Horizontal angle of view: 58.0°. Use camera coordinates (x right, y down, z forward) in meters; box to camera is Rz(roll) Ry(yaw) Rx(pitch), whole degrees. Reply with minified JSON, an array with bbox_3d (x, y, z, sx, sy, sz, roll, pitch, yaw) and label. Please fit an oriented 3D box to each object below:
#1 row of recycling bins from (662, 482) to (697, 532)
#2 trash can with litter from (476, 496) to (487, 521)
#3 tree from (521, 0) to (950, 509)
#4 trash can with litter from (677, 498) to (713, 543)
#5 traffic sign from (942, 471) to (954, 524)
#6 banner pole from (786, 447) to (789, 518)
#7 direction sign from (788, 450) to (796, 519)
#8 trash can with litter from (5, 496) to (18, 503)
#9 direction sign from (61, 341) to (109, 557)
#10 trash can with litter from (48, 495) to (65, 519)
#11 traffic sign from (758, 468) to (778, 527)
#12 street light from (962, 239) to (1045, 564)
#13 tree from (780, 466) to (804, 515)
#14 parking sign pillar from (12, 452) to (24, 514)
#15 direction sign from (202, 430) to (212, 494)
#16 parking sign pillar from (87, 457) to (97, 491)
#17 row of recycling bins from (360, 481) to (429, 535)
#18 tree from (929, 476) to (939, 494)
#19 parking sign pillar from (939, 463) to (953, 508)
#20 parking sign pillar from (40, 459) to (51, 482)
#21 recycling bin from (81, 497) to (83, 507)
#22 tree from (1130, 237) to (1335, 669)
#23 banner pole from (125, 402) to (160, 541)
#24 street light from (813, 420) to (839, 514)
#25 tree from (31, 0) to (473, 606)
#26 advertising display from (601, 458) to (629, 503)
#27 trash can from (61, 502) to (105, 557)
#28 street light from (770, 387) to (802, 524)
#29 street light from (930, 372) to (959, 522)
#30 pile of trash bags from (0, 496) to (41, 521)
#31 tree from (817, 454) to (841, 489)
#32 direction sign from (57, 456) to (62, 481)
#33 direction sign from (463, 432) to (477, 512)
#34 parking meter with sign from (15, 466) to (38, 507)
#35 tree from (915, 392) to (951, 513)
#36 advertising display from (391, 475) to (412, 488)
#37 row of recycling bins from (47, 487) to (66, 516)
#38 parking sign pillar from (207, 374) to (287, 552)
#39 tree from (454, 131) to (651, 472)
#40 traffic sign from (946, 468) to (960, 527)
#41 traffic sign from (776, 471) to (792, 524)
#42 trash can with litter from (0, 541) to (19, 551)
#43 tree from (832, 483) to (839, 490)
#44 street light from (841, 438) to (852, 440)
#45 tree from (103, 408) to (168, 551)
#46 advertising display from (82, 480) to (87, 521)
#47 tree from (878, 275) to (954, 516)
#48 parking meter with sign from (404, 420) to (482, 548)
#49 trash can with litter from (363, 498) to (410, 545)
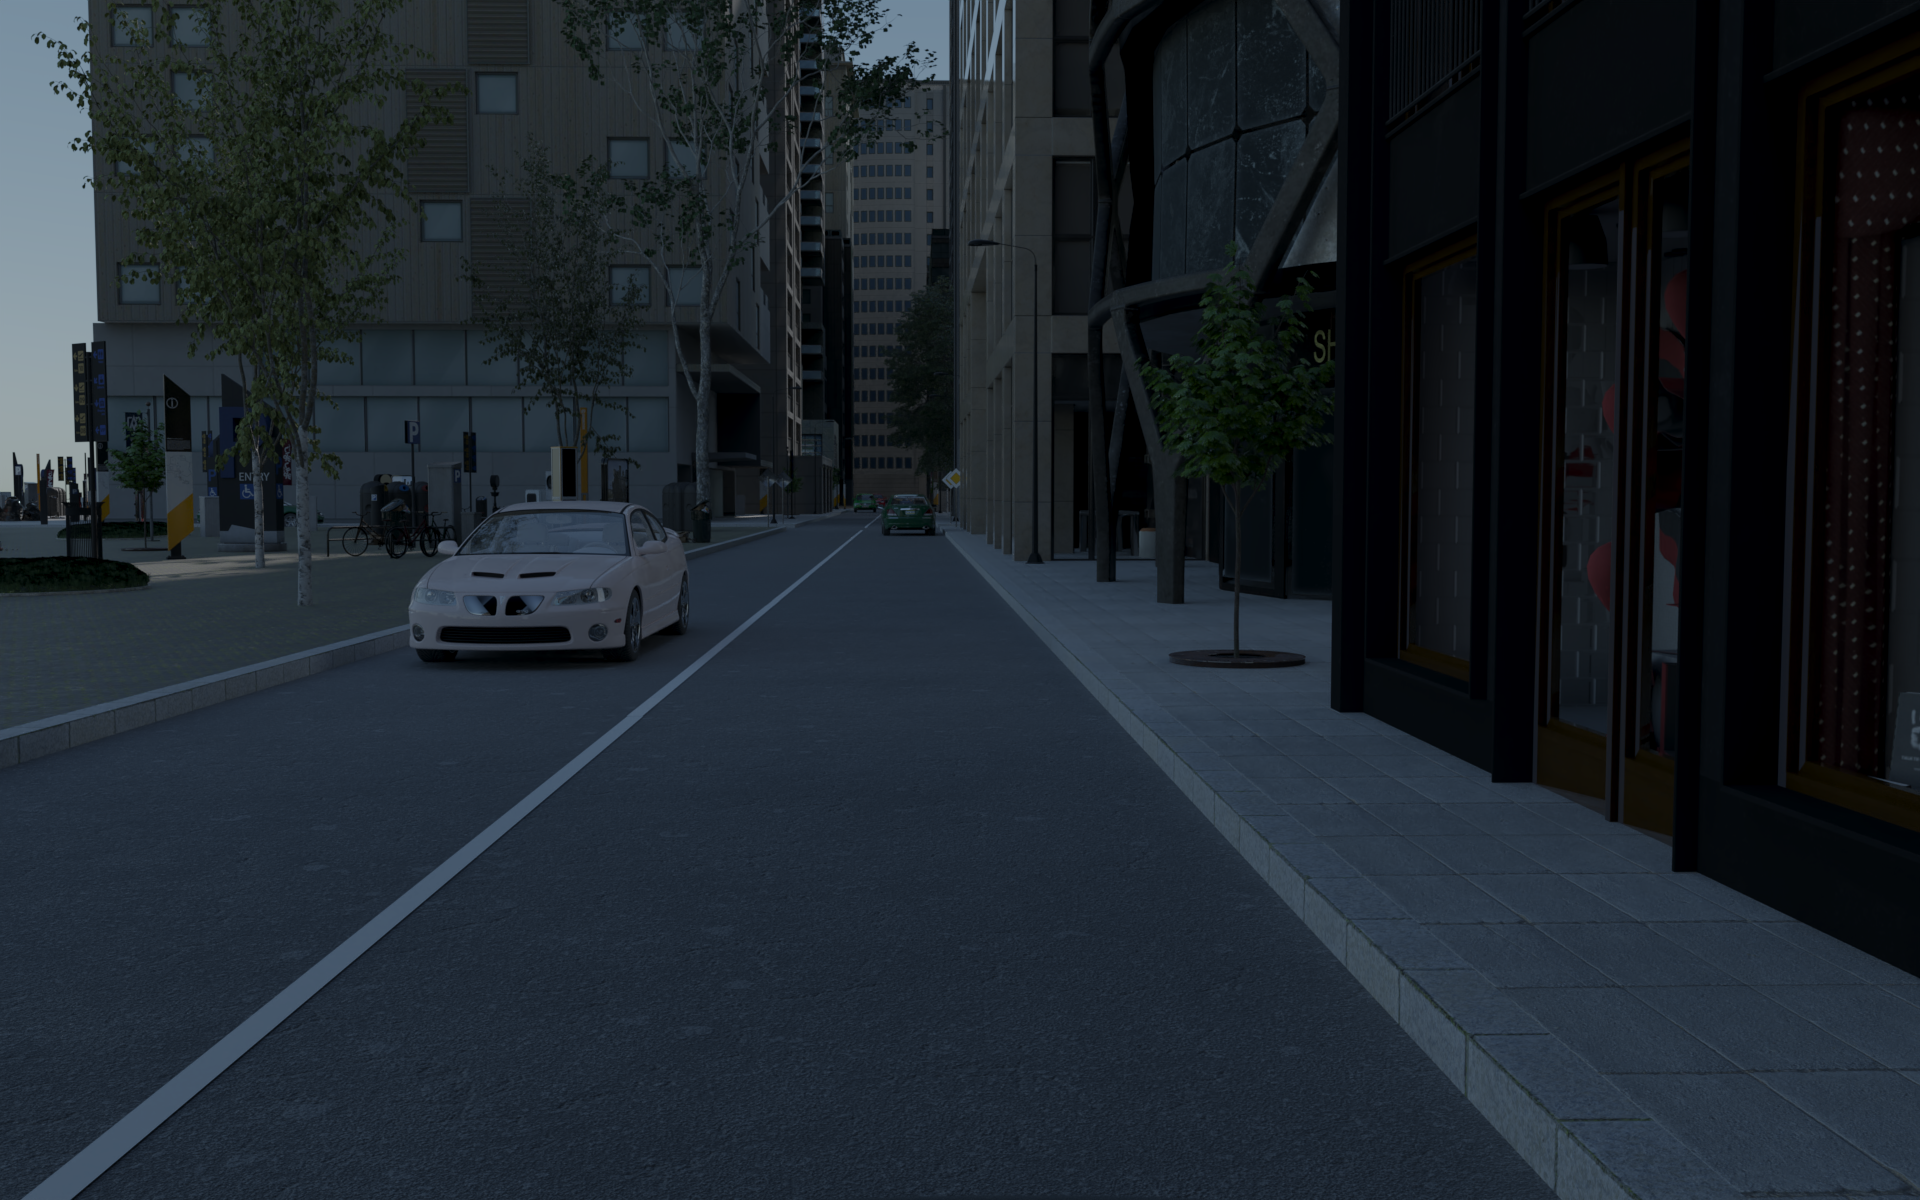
[{"bbox_3d":[-9.575,-3.251,60.265,1.069,1.692,3.534,-2,4,-25],"label":"row of recycling bins"},{"bbox_3d":[-16.209,-2.989,59.923,1.678,1.210,2.233,2,4,25],"label":"trash can with litter"},{"bbox_3d":[-6.660,-11.915,50.699,12.611,20.169,13.585,0,3,0],"label":"tree"},{"bbox_3d":[-7.038,-2.088,45.532,1.055,1.170,0.624,0,4,8],"label":"trash can with litter"},{"bbox_3d":[-0.397,-4.361,74.945,0.795,2.450,0.064,0,4,-2],"label":"traffic sign"},{"bbox_3d":[-9.080,-6.188,91.187,0.401,3.779,0.863,0,4,-4],"label":"banner pole"},{"bbox_3d":[-8.694,-5.966,89.543,0.379,3.537,0.876,-1,4,-16],"label":"direction sign"},{"bbox_3d":[-50.498,-4.942,92.191,0.624,1.170,1.055,-2,4,-30],"label":"trash can with litter"},{"bbox_3d":[-12.990,-2.075,25.925,0.876,3.537,0.379,2,4,34],"label":"direction sign"},{"bbox_3d":[-47.106,-4.784,89.276,1.678,1.210,2.233,1,4,20],"label":"trash can with litter"},{"bbox_3d":[-7.391,-3.860,66.761,0.795,2.450,0.064,0,4,-2],"label":"traffic sign"},{"bbox_3d":[0.843,-3.621,31.750,1.470,5.913,1.316,0,4,-2],"label":"street light"},{"bbox_3d":[-10.159,-6.742,104.826,1.663,3.219,1.824,0,3,0],"label":"tree"},{"bbox_3d":[-60.654,-7.530,111.580,1.447,3.967,1.447,-1,4,-21],"label":"parking sign pillar"},{"bbox_3d":[-26.907,-4.280,61.980,0.379,3.537,0.876,-3,5,-45],"label":"direction sign"},{"bbox_3d":[-63.642,-8.486,127.216,1.447,3.967,1.447,-1,4,-12],"label":"parking sign pillar"},{"bbox_3d":[-17.797,-2.992,56.035,1.069,1.692,3.534,3,4,37],"label":"row of recycling bins"},{"bbox_3d":[-2.286,-9.796,154.759,1.663,3.219,1.824,0,3,0],"label":"tree"},{"bbox_3d":[-1.063,-8.662,130.103,1.447,3.967,1.447,-2,4,-34],"label":"parking sign pillar"},{"bbox_3d":[-70.651,-8.895,133.911,1.447,3.967,1.447,-1,4,-12],"label":"parking sign pillar"},{"bbox_3d":[-67.531,-7.434,134.094,0.722,1.027,0.722,0,3,0],"label":"recycling bin"},{"bbox_3d":[2.026,-1.140,13.241,1.663,3.219,1.824,0,3,0],"label":"tree"},{"bbox_3d":[-22.113,-3.472,46.790,0.401,3.779,0.863,3,5,41],"label":"banner pole"},{"bbox_3d":[-8.589,-8.363,109.272,1.470,5.913,1.316,0,4,-2],"label":"street light"},{"bbox_3d":[-7.781,-4.238,19.649,4.737,8.622,4.395,0,3,0],"label":"tree"},{"bbox_3d":[-6.199,-1.588,31.176,0.123,1.923,0.974,1,4,12],"label":"advertising display"},{"bbox_3d":[-16.340,-1.263,32.311,0.748,1.137,0.748,0,3,0],"label":"trash can"},{"bbox_3d":[-7.534,-6.265,74.977,1.470,5.913,1.316,0,4,-2],"label":"street light"},{"bbox_3d":[-0.290,-5.726,66.166,1.470,5.913,1.316,0,4,-2],"label":"street light"},{"bbox_3d":[-45.200,-4.386,81.462,1.912,1.369,3.447,2,4,26],"label":"pile of trash bags"},{"bbox_3d":[-11.340,-9.449,138.207,4.285,4.588,4.351,0,3,0],"label":"tree"},{"bbox_3d":[-53.686,-6.850,103.987,0.876,3.537,0.379,0,4,-2],"label":"direction sign"},{"bbox_3d":[-17.885,-4.359,63.261,0.379,3.537,0.876,1,4,14],"label":"direction sign"},{"bbox_3d":[-58.622,-6.916,109.345,0.543,3.016,1.738,2,4,26],"label":"parking meter with sign"},{"bbox_3d":[-1.134,-10.375,119.997,4.360,8.622,3.978,0,3,0],"label":"tree"},{"bbox_3d":[-18.940,-3.287,58.960,0.974,1.923,0.123,2,4,26],"label":"advertising display"},{"bbox_3d":[-53.109,-5.781,101.638,1.069,1.692,3.534,-1,4,-20],"label":"row of recycling bins"},{"bbox_3d":[-15.869,-3.074,38.739,1.447,3.967,1.447,0,4,2],"label":"parking sign pillar"},{"bbox_3d":[-8.077,-5.198,35.356,4.360,8.622,3.978,0,3,0],"label":"tree"},{"bbox_3d":[-0.149,-3.873,66.964,0.795,2.450,0.064,0,4,-2],"label":"traffic sign"},{"bbox_3d":[-7.638,-4.349,74.742,0.795,2.450,0.064,0,4,-2],"label":"traffic sign"},{"bbox_3d":[-22.474,-1.699,38.830,2.233,1.210,1.678,-1,4,-18],"label":"trash can with litter"},{"bbox_3d":[-11.270,-9.253,145.882,1.663,3.219,1.824,0,3,0],"label":"tree"},{"bbox_3d":[-9.652,-10.460,143.566,1.470,5.913,1.316,0,4,-2],"label":"street light"},{"bbox_3d":[-18.582,-2.734,39.302,1.663,3.219,1.824,0,3,0],"label":"tree"},{"bbox_3d":[-41.751,-4.736,82.645,0.123,1.923,0.974,-2,4,-24],"label":"advertising display"},{"bbox_3d":[-0.177,-11.850,100.410,9.857,13.997,8.962,0,3,0],"label":"tree"},{"bbox_3d":[-12.211,-2.739,41.049,1.738,3.016,0.543,1,4,13],"label":"parking meter with sign"},{"bbox_3d":[-14.479,-1.979,43.744,0.624,1.170,1.055,3,4,38],"label":"trash can with litter"}]
